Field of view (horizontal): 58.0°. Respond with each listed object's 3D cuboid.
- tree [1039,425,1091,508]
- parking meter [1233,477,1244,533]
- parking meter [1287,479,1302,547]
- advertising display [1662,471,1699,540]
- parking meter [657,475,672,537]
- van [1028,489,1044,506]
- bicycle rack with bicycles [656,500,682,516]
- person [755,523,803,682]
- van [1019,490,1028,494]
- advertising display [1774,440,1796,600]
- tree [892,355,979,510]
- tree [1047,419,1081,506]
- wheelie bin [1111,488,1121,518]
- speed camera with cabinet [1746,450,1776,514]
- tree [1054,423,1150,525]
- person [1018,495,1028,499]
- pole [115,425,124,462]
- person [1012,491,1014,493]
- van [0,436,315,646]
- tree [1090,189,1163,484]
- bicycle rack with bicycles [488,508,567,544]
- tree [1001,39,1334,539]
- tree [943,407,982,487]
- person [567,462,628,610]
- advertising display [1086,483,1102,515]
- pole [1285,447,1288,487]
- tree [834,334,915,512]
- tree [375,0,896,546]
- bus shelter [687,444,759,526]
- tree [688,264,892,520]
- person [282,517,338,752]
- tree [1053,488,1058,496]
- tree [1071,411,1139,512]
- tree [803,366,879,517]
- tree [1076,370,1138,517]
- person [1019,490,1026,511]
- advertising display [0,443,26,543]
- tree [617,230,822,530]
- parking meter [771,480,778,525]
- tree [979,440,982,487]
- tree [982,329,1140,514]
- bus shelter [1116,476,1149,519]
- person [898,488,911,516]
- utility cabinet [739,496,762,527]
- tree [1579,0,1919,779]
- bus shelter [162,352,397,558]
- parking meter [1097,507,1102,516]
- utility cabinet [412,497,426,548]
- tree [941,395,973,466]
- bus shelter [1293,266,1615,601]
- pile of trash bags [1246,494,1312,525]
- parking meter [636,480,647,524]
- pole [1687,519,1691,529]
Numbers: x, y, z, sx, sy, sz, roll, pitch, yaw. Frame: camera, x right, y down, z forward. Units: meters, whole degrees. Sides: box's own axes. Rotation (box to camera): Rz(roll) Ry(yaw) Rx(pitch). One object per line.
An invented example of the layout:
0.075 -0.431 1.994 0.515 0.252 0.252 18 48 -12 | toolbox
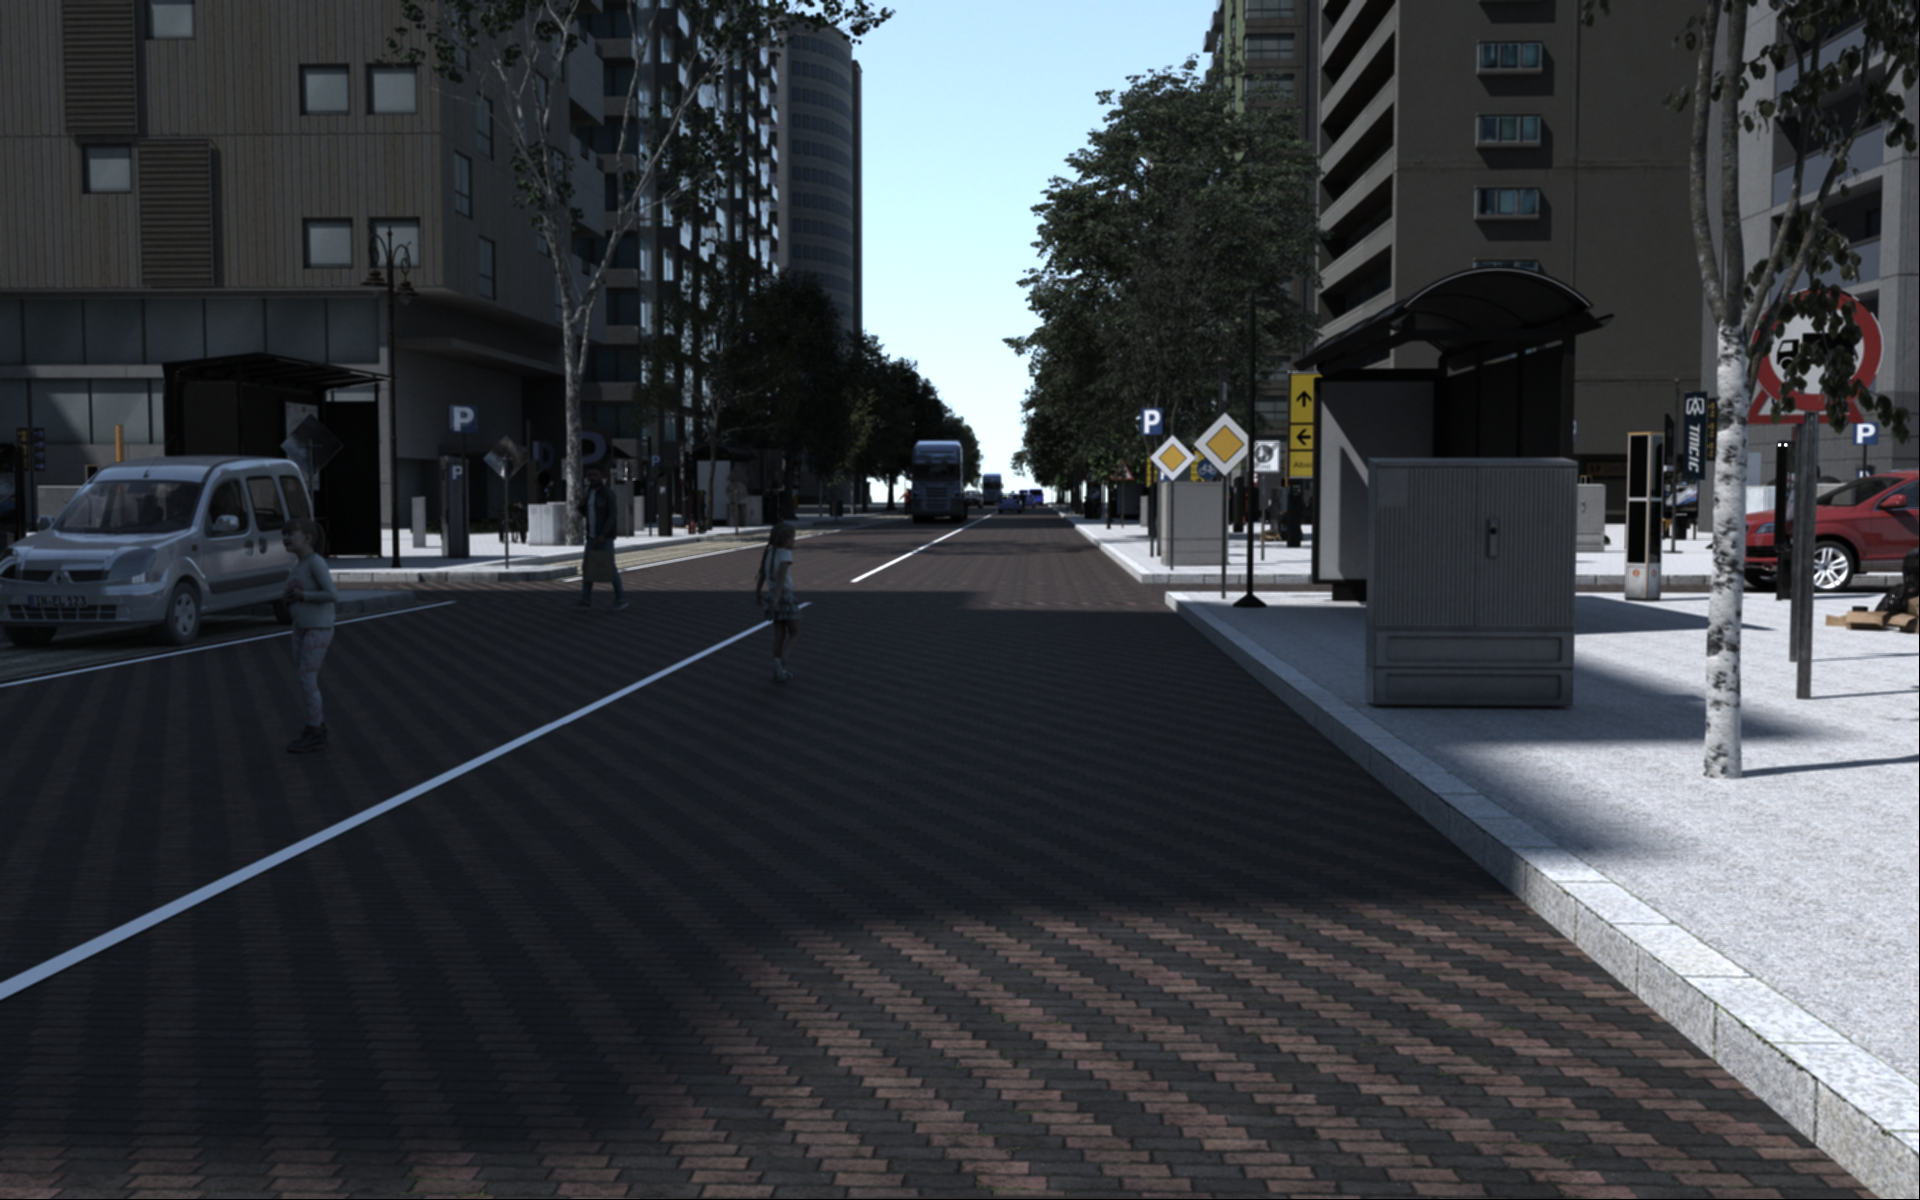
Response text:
10.393 -14.831 160.612 7.486 12.596 7.792 0 3 0 | tree
9.302 -3.188 57.838 0.255 1.863 0.399 -1 4 -11 | parking meter
8.062 -2.206 41.779 0.255 1.863 0.399 0 4 -5 | parking meter
20.122 -2.641 48.400 0.974 1.923 0.123 0 4 2 | advertising display
-8.924 -2.852 52.336 0.399 1.863 0.255 2 4 23 | parking meter
9.251 -12.800 213.660 2.240 2.365 5.245 0 4 1 | van
-17.121 -5.511 103.491 2.852 0.926 2.925 3 5 40 | bicycle rack with bicycles
-1.443 0.011 13.336 0.505 1.210 0.382 3 5 44 | person
9.549 -15.255 253.797 2.240 2.365 5.245 0 4 4 | van
10.171 -0.977 21.184 0.123 1.923 0.974 3 5 41 | advertising display
-5.470 -13.584 139.108 9.611 12.733 9.660 0 3 0 | tree
10.023 -13.076 148.211 7.601 10.594 8.767 2 4 33 | tree
8.296 -5.102 91.325 0.980 1.594 0.693 2 4 30 | wheelie bin
16.633 -2.559 36.170 0.660 3.252 2.038 0 4 0 | speed camera with cabinet
6.795 -5.451 72.830 4.285 4.588 4.351 0 3 0 | tree
6.199 -10.083 174.077 1.217 1.735 0.721 0 4 8 | person
-24.950 -3.526 51.493 0.158 3.312 0.155 0 3 0 | pole
4.501 -8.400 146.775 0.436 1.711 0.756 -1 4 -20 | person
-8.042 -0.647 17.590 2.013 2.044 4.112 0 4 2 | van
4.813 -5.515 40.533 4.360 8.622 3.978 0 3 0 | tree
-11.184 -1.976 45.684 2.852 0.926 2.925 0 4 -5 | bicycle rack with bicycles
5.836 -8.749 49.704 9.857 13.997 8.962 0 3 0 | tree
-2.214 -18.630 222.725 7.486 12.596 7.792 0 3 0 | tree
-4.395 -0.774 21.147 0.713 1.824 0.794 -2 4 -32 | person
7.214 -5.378 93.138 0.974 1.923 0.123 3 5 40 | advertising display
14.062 -4.929 74.428 0.158 3.312 0.155 0 3 0 | pole
-6.830 -12.519 122.816 7.486 12.596 7.792 0 3 0 | tree
-8.418 -11.357 41.568 12.611 20.169 13.585 0 3 0 | tree
-9.809 -4.779 72.066 2.014 3.302 5.546 0 4 3 | bus shelter
-8.574 -10.356 86.320 9.611 12.733 9.660 0 3 0 | tree
-3.676 0.186 9.742 0.425 1.301 0.394 2 4 24 | person
14.723 -18.785 257.494 4.737 8.622 4.395 0 3 0 | tree
9.252 -12.024 122.345 9.928 11.665 9.643 0 3 0 | tree
-7.549 -8.934 96.440 4.737 8.622 4.395 0 3 0 | tree
8.422 -9.051 98.350 4.737 8.622 4.395 0 3 0 | tree
5.295 -8.373 145.956 0.434 1.755 0.990 3 5 40 | person
-12.310 -1.029 22.036 0.974 1.923 0.123 1 4 18 | advertising display
-8.608 -7.746 61.053 7.601 10.594 8.767 1 4 12 | tree
-7.576 -3.982 70.818 0.255 1.863 0.399 0 4 -5 | parking meter
-4.078 -15.163 164.917 9.611 12.733 9.660 0 3 0 | tree
7.633 -11.872 111.117 9.611 12.733 9.660 0 3 0 | tree
8.545 -5.564 84.890 2.014 3.302 5.546 0 4 2 | bus shelter
-3.413 -6.427 113.521 1.348 1.831 0.705 0 4 -3 | person
-8.273 -3.465 67.816 1.020 1.237 0.306 1 4 14 | utility cabinet
3.684 -3.496 7.516 4.360 8.622 3.978 0 3 0 | tree
-12.289 -2.478 31.806 1.731 3.624 6.357 0 4 3 | bus shelter
8.248 -5.776 102.849 0.372 1.533 0.369 0 3 0 | parking meter
-13.011 -1.864 41.642 0.306 1.237 1.020 -1 4 -16 | utility cabinet
-3.598 -17.665 199.191 12.009 13.543 11.850 0 3 0 | tree
4.894 -1.482 18.162 2.014 3.302 5.546 0 4 3 | bus shelter
13.275 -3.866 72.954 3.447 1.369 1.912 0 4 -1 | pile of trash bags
-13.437 -4.122 73.102 0.399 1.863 0.255 -3 4 -36 | parking meter
26.832 -4.279 63.802 0.158 3.312 0.155 0 3 0 | pole
